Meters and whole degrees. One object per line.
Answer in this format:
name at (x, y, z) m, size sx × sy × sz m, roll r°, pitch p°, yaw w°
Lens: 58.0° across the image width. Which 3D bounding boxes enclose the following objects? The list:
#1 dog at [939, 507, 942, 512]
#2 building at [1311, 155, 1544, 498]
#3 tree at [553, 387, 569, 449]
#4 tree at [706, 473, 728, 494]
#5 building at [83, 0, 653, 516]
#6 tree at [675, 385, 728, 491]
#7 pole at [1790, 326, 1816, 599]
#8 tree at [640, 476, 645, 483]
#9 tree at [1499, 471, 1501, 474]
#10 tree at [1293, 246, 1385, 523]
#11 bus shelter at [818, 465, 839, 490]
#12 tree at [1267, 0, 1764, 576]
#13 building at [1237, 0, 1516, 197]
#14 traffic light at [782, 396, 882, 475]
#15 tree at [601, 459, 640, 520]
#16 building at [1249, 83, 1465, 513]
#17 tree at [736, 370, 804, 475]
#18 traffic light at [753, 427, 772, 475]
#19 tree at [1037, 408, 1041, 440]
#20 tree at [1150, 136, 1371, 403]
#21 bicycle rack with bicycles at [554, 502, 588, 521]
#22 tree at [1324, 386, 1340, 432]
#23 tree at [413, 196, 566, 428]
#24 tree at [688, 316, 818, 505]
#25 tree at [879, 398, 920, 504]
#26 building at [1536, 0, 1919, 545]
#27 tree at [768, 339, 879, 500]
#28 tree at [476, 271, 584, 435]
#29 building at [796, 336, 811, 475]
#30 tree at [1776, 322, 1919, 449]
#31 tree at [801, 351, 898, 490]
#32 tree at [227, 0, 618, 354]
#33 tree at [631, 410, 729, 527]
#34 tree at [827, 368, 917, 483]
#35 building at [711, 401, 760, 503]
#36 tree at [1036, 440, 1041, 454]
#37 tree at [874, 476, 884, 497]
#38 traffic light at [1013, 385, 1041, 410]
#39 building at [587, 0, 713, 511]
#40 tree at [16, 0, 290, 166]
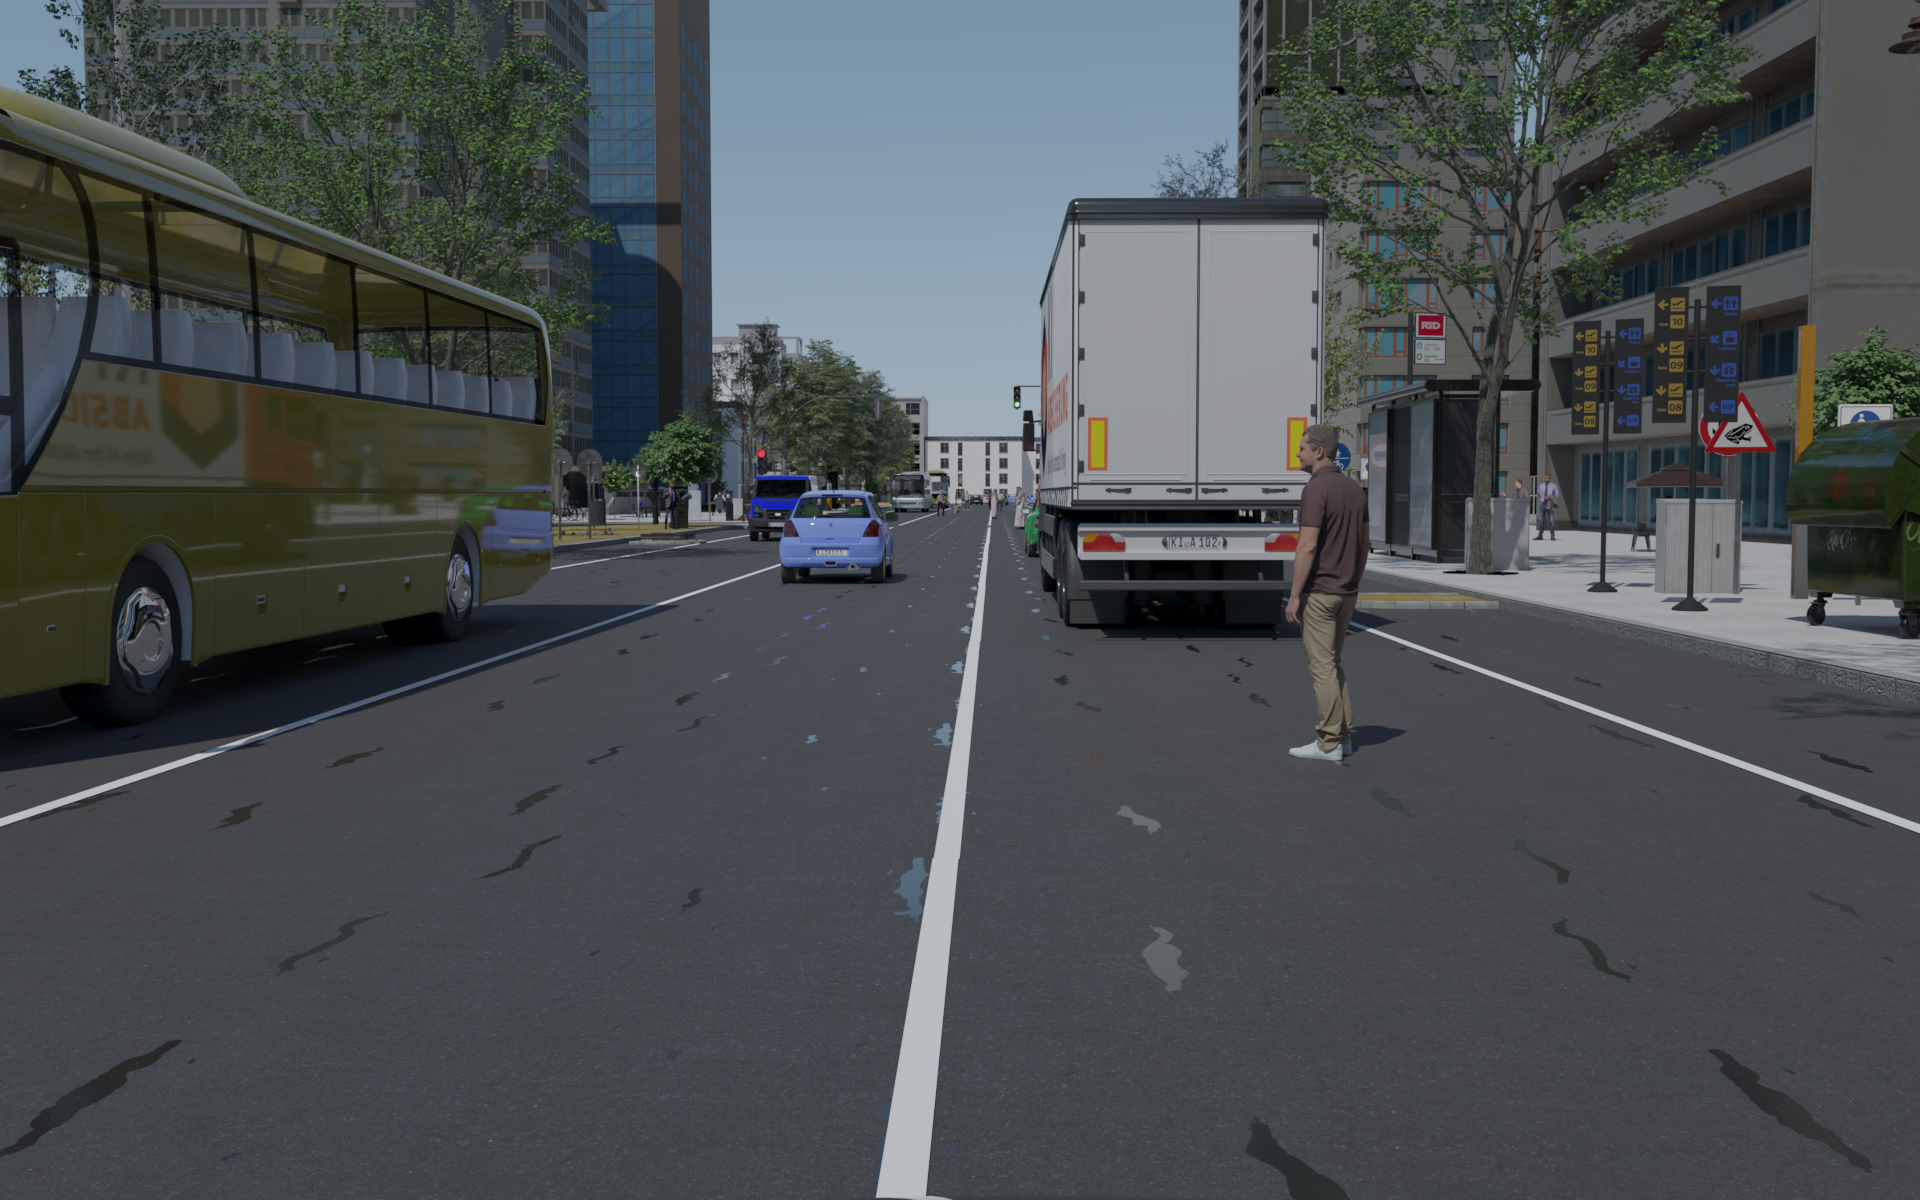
dog at (-1.484, -7.193, 137.805) m, size 0.550 × 0.427 × 0.748 m, roll 3°, pitch 5°, yaw 43°
building at (35.624, -15.815, 103.609) m, size 28.899 × 21.520 × 27.650 m, roll 0°, pitch 4°, yaw 1°
tree at (-23.401, -8.780, 93.919) m, size 4.737 × 8.622 × 4.395 m, roll 0°, pitch 3°, yaw 0°
tree at (-18.837, -8.603, 135.254) m, size 1.663 × 3.219 × 1.824 m, roll 0°, pitch 3°, yaw 0°
building at (-37.265, -25.633, 110.982) m, size 32.217 × 40.220 × 23.993 m, roll 0°, pitch 4°, yaw 1°
tree at (-17.767, -10.210, 117.296) m, size 4.360 × 8.622 × 3.978 m, roll 0°, pitch 3°, yaw 0°
pole at (10.274, -1.667, 21.104) m, size 0.158 × 3.312 × 0.155 m, roll 0°, pitch 3°, yaw 0°
tree at (-18.365, -6.242, 96.653) m, size 1.663 × 3.219 × 1.824 m, roll 0°, pitch 3°, yaw 0°
tree at (20.197, -4.437, 67.139) m, size 1.663 × 3.219 × 1.824 m, roll 0°, pitch 3°, yaw 0°
tree at (9.317, -5.937, 47.437) m, size 4.737 × 8.622 × 4.395 m, roll 0°, pitch 3°, yaw 0°
bus shelter at (-10.485, -8.978, 138.066) m, size 1.731 × 3.624 × 6.357 m, roll 0°, pitch 4°, yaw 1°
tree at (8.466, -6.209, 27.279) m, size 9.928 × 11.665 × 9.643 m, roll 0°, pitch 3°, yaw 0°
building at (32.226, -43.038, 141.926) m, size 20.563 × 71.187 × 20.611 m, roll 0°, pitch 4°, yaw 1°
traffic light at (-6.021, -6.482, 80.643) m, size 4.771 × 5.953 × 1.251 m, roll 0°, pitch 4°, yaw 1°
tree at (-17.363, -5.621, 86.497) m, size 1.663 × 3.219 × 1.824 m, roll 0°, pitch 3°, yaw 0°
building at (27.826, -21.665, 125.924) m, size 14.160 × 30.474 × 14.107 m, roll 0°, pitch 4°, yaw 1°
tree at (-10.586, -9.107, 99.258) m, size 4.737 × 8.622 × 4.395 m, roll 0°, pitch 3°, yaw 0°
traffic light at (-8.269, -5.122, 72.665) m, size 0.839 × 4.253 × 0.868 m, roll 0°, pitch 4°, yaw 1°
tree at (11.309, -14.908, 169.495) m, size 9.928 × 11.665 × 9.643 m, roll 0°, pitch 3°, yaw 0°
tree at (8.683, -9.185, 60.551) m, size 12.009 × 13.543 × 11.850 m, roll 0°, pitch 3°, yaw 0°
bicycle rack with bicycles at (-18.774, -4.218, 82.348) m, size 2.925 × 0.926 × 2.852 m, roll -1°, pitch 4°, yaw -21°
tree at (16.345, -8.249, 85.230) m, size 4.360 × 8.622 × 3.978 m, roll 0°, pitch 3°, yaw 0°
tree at (-19.165, -9.095, 66.831) m, size 7.486 × 12.596 × 7.792 m, roll 0°, pitch 3°, yaw 0°
tree at (-10.879, -9.551, 90.569) m, size 7.601 × 10.594 × 8.767 m, roll 0°, pitch 4°, yaw 1°
tree at (-8.870, -16.620, 189.859) m, size 7.486 × 12.596 × 7.792 m, roll 0°, pitch 3°, yaw 0°
building at (30.820, -26.018, 49.092) m, size 21.300 × 48.544 × 21.600 m, roll 0°, pitch 4°, yaw 1°
tree at (-10.336, -12.729, 126.245) m, size 7.486 × 12.596 × 7.792 m, roll 0°, pitch 3°, yaw 0°
tree at (-15.024, -6.600, 58.271) m, size 4.360 × 8.622 × 3.978 m, roll 0°, pitch 3°, yaw 0°
building at (-24.431, -21.867, 213.948) m, size 11.380 × 20.091 × 16.016 m, roll 0°, pitch 4°, yaw 1°
tree at (17.472, -3.036, 33.358) m, size 4.285 × 4.588 × 4.351 m, roll 0°, pitch 3°, yaw 0°
tree at (-9.871, -15.055, 152.803) m, size 9.857 × 13.997 × 8.962 m, roll 0°, pitch 3°, yaw 0°
tree at (-11.059, -6.752, 36.147) m, size 9.928 × 11.665 × 9.643 m, roll 0°, pitch 3°, yaw 0°
tree at (-10.807, -5.151, 67.925) m, size 4.285 × 4.588 × 4.351 m, roll 0°, pitch 3°, yaw 0°
tree at (-8.945, -15.711, 167.241) m, size 12.009 × 13.543 × 11.850 m, roll 0°, pitch 3°, yaw 0°
building at (-24.220, -13.977, 170.677) m, size 9.099 × 9.664 × 28.070 m, roll 0°, pitch 4°, yaw 1°
tree at (10.717, -13.101, 148.609) m, size 8.767 × 10.594 × 7.601 m, roll -1°, pitch 4°, yaw -10°
tree at (-8.987, -11.363, 180.385) m, size 1.663 × 3.219 × 1.824 m, roll 0°, pitch 3°, yaw 0°
traffic light at (4.597, -5.971, 72.291) m, size 4.771 × 5.953 × 1.251 m, roll 0°, pitch 4°, yaw 1°
building at (-27.783, -29.822, 137.695) m, size 14.600 × 45.320 × 14.200 m, roll 0°, pitch 4°, yaw 1°
tree at (-29.966, -12.461, 59.624) m, size 12.611 × 20.169 × 13.585 m, roll 0°, pitch 3°, yaw 0°
